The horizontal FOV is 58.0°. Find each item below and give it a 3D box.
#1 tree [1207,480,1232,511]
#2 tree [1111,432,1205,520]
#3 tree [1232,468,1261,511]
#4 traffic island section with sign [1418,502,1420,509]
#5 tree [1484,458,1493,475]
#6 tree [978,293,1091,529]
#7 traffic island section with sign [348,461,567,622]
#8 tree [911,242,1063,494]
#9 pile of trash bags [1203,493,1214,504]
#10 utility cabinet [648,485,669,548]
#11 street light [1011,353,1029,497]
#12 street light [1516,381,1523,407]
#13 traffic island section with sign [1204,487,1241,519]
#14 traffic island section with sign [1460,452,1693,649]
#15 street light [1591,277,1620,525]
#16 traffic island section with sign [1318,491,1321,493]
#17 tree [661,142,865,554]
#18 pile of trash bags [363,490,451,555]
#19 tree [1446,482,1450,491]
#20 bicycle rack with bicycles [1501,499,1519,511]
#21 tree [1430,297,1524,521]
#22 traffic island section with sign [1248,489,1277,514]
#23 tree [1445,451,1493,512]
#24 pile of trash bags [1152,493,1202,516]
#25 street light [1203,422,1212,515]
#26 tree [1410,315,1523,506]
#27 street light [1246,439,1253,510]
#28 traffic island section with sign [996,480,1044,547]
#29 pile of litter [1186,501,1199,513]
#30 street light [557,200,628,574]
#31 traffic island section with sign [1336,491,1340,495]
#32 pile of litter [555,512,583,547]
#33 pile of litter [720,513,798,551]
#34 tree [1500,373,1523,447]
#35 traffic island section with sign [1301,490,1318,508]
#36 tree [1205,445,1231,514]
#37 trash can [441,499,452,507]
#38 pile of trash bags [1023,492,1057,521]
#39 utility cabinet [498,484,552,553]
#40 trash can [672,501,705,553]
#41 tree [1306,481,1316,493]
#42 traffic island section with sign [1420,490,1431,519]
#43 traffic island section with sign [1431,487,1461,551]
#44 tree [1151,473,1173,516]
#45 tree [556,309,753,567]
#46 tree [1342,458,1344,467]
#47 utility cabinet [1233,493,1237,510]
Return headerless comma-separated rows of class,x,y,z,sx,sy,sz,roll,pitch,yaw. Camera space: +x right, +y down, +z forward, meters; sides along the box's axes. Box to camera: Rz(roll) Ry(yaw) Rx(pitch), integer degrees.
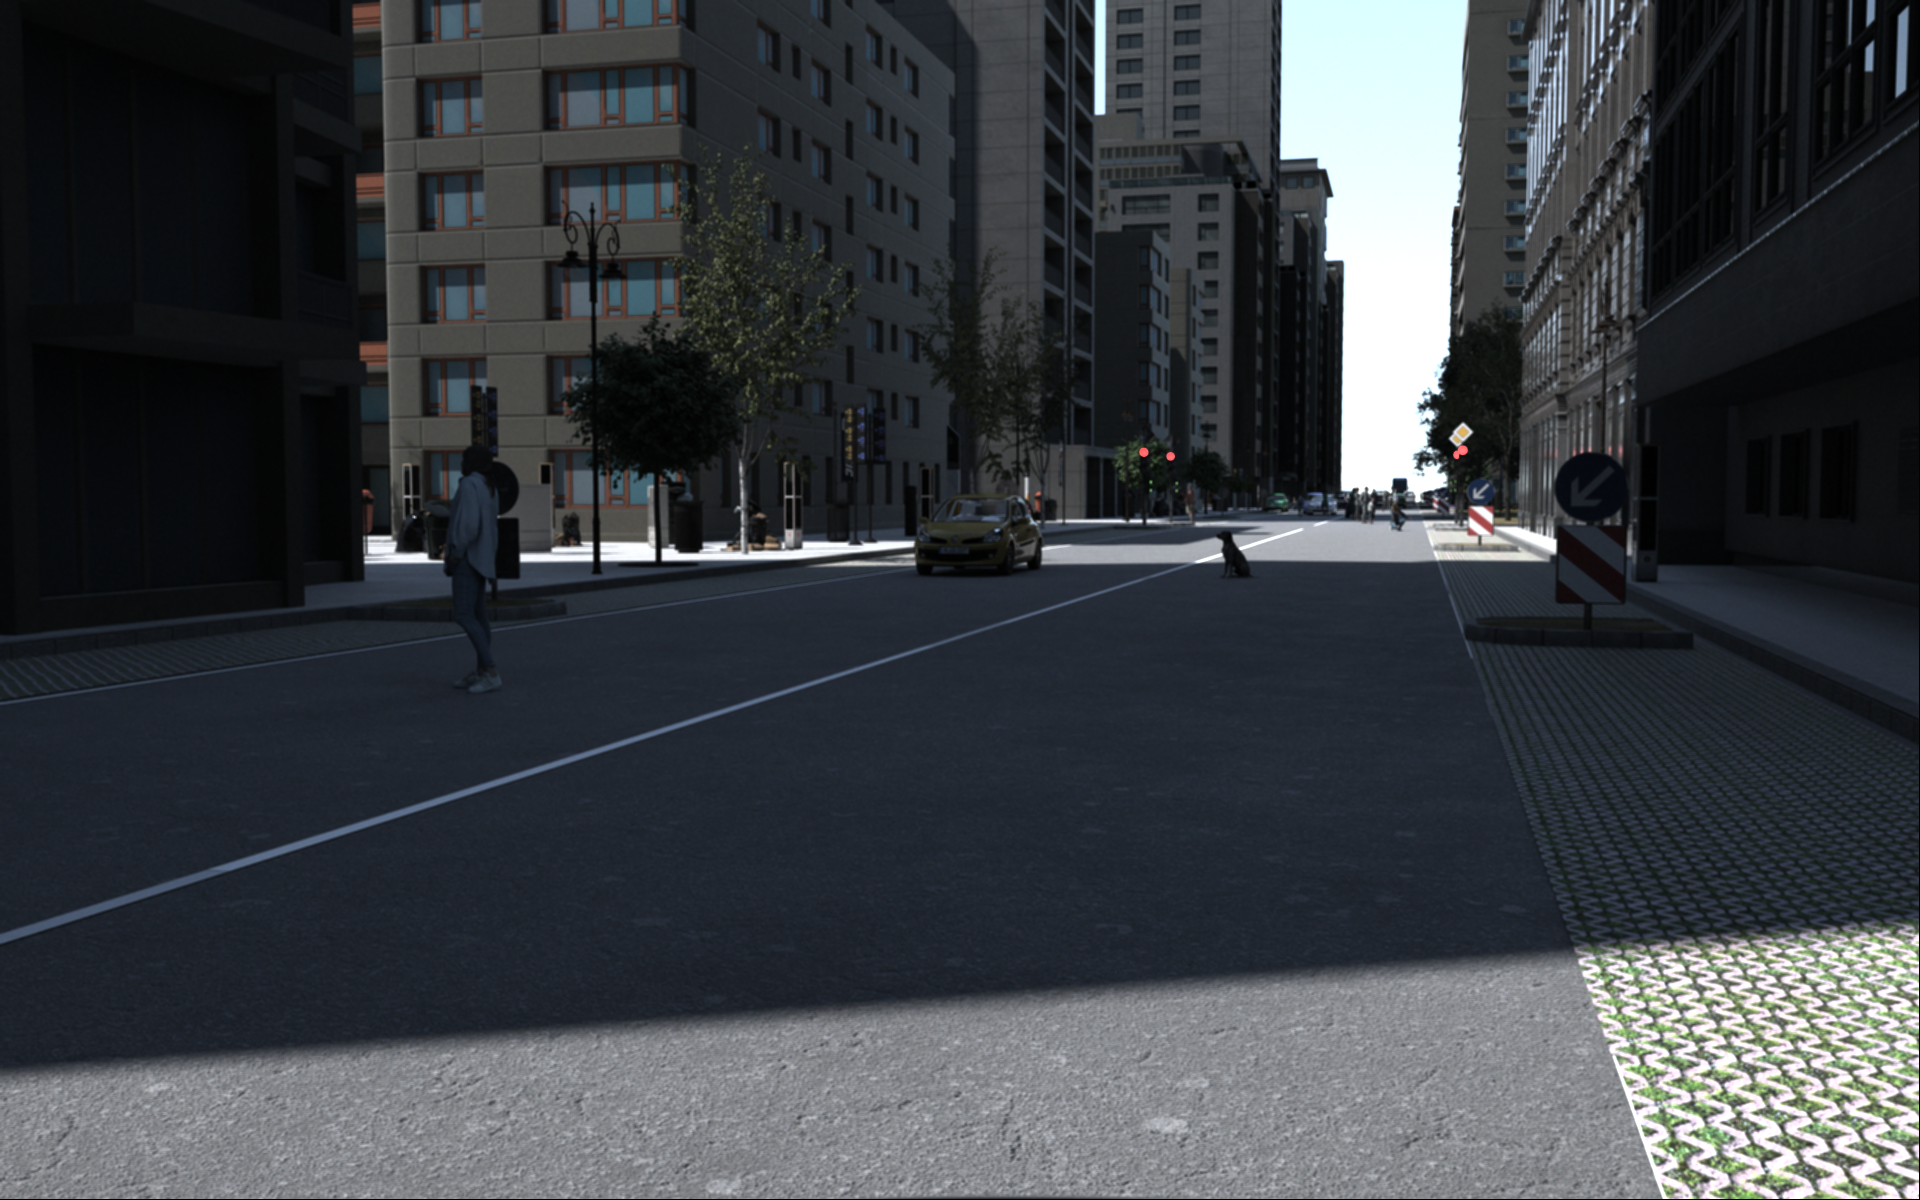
tree,19.625,-8.535,134.147,1.663,3.219,1.824,0,3,0
tree,9.294,-6.374,87.927,4.285,4.588,4.351,0,3,0
tree,23.951,-9.147,144.159,1.663,3.219,1.824,0,3,0
traffic island section with sign,33.969,-7.038,123.704,1.989,1.847,2.006,1,4,15
tree,41.142,-11.507,138.494,4.360,8.622,3.978,0,3,0
tree,2.919,-6.937,63.783,4.360,8.622,3.978,0,3,0
traffic island section with sign,-5.728,-0.711,20.253,1.989,1.847,2.006,1,4,15
tree,0.567,-6.164,51.150,4.737,8.622,4.395,0,3,0
pile of trash bags,19.943,-8.300,145.453,3.447,1.369,1.912,3,5,40
utility cabinet,-7.210,-1.996,41.314,0.318,1.500,1.173,-1,4,-20
street light,1.902,-5.147,56.948,0.468,5.910,1.993,1,4,15
street light,21.518,-5.716,66.239,0.468,5.910,1.993,1,4,15
traffic island section with sign,15.203,-5.594,100.084,1.989,1.847,2.006,1,4,15
traffic island section with sign,6.013,-0.514,17.037,1.989,1.847,2.006,1,4,15
street light,13.793,-3.935,37.127,0.468,5.910,1.993,1,4,15
traffic island section with sign,41.771,-11.792,201.430,1.989,1.847,2.006,1,4,15
tree,-4.436,-5.268,36.486,4.737,8.622,4.395,0,3,0
pile of trash bags,-11.713,-1.718,37.841,3.447,1.369,1.912,-3,5,-42
tree,64.765,-14.296,228.347,1.663,3.219,1.824,0,3,0
bicycle rack with bicycles,41.359,-7.047,128.600,2.852,0.926,2.925,-3,5,-42
tree,25.903,-9.061,82.563,7.601,10.594,8.767,-1,4,-14
traffic island section with sign,22.195,-7.227,126.790,1.989,1.847,2.006,1,4,15
tree,37.452,-8.800,127.593,4.285,4.588,4.351,0,3,0
pile of trash bags,12.700,-5.696,102.886,1.912,1.369,3.447,2,4,28
street light,15.400,-8.277,108.124,0.468,5.910,1.993,1,4,15
tree,33.480,-11.871,111.097,9.611,12.733,9.660,0,3,0
street light,22.847,-10.049,137.088,0.468,5.910,1.993,1,4,15
traffic island section with sign,1.206,-2.330,46.716,1.989,1.847,2.006,1,4,15
pile of litter,15.723,-6.464,119.652,1.176,0.858,1.719,-3,4,-38
street light,-5.824,-3.353,27.603,0.468,5.910,1.993,1,4,15
traffic island section with sign,55.596,-15.021,254.225,1.989,1.847,2.006,1,4,15
pile of litter,-9.881,-1.768,42.866,1.176,0.858,1.719,0,4,1
pile of litter,-4.557,-1.557,39.425,1.719,0.858,1.176,0,4,6
tree,30.991,-8.708,92.744,4.360,8.622,3.978,0,3,0
traffic island section with sign,34.909,-10.192,175.265,1.989,1.847,2.006,1,4,15
tree,16.023,-7.883,112.598,4.285,4.588,4.351,0,3,0
trash can,-13.406,-2.071,45.520,0.748,1.137,0.748,0,3,0
pile of trash bags,3.688,-4.447,82.463,1.912,1.369,3.447,0,4,-3
utility cabinet,-9.459,-1.761,37.464,1.173,1.500,0.318,-3,4,-37
trash can,-5.931,-1.602,37.849,0.748,1.137,0.748,0,3,0
tree,45.939,-14.188,226.566,1.663,3.219,1.824,0,3,0
traffic island section with sign,27.136,-5.443,97.626,1.989,1.847,2.006,1,4,15
traffic island section with sign,13.015,-2.149,43.761,1.989,1.847,2.006,1,4,15
tree,11.463,-6.448,100.028,1.663,3.219,1.824,0,3,0
tree,-5.463,-2.896,31.065,4.285,4.588,4.351,0,3,0
tree,65.577,-21.724,305.542,4.360,8.622,3.978,0,3,0
utility cabinet,22.226,-8.031,139.989,0.318,1.500,1.173,1,4,9
